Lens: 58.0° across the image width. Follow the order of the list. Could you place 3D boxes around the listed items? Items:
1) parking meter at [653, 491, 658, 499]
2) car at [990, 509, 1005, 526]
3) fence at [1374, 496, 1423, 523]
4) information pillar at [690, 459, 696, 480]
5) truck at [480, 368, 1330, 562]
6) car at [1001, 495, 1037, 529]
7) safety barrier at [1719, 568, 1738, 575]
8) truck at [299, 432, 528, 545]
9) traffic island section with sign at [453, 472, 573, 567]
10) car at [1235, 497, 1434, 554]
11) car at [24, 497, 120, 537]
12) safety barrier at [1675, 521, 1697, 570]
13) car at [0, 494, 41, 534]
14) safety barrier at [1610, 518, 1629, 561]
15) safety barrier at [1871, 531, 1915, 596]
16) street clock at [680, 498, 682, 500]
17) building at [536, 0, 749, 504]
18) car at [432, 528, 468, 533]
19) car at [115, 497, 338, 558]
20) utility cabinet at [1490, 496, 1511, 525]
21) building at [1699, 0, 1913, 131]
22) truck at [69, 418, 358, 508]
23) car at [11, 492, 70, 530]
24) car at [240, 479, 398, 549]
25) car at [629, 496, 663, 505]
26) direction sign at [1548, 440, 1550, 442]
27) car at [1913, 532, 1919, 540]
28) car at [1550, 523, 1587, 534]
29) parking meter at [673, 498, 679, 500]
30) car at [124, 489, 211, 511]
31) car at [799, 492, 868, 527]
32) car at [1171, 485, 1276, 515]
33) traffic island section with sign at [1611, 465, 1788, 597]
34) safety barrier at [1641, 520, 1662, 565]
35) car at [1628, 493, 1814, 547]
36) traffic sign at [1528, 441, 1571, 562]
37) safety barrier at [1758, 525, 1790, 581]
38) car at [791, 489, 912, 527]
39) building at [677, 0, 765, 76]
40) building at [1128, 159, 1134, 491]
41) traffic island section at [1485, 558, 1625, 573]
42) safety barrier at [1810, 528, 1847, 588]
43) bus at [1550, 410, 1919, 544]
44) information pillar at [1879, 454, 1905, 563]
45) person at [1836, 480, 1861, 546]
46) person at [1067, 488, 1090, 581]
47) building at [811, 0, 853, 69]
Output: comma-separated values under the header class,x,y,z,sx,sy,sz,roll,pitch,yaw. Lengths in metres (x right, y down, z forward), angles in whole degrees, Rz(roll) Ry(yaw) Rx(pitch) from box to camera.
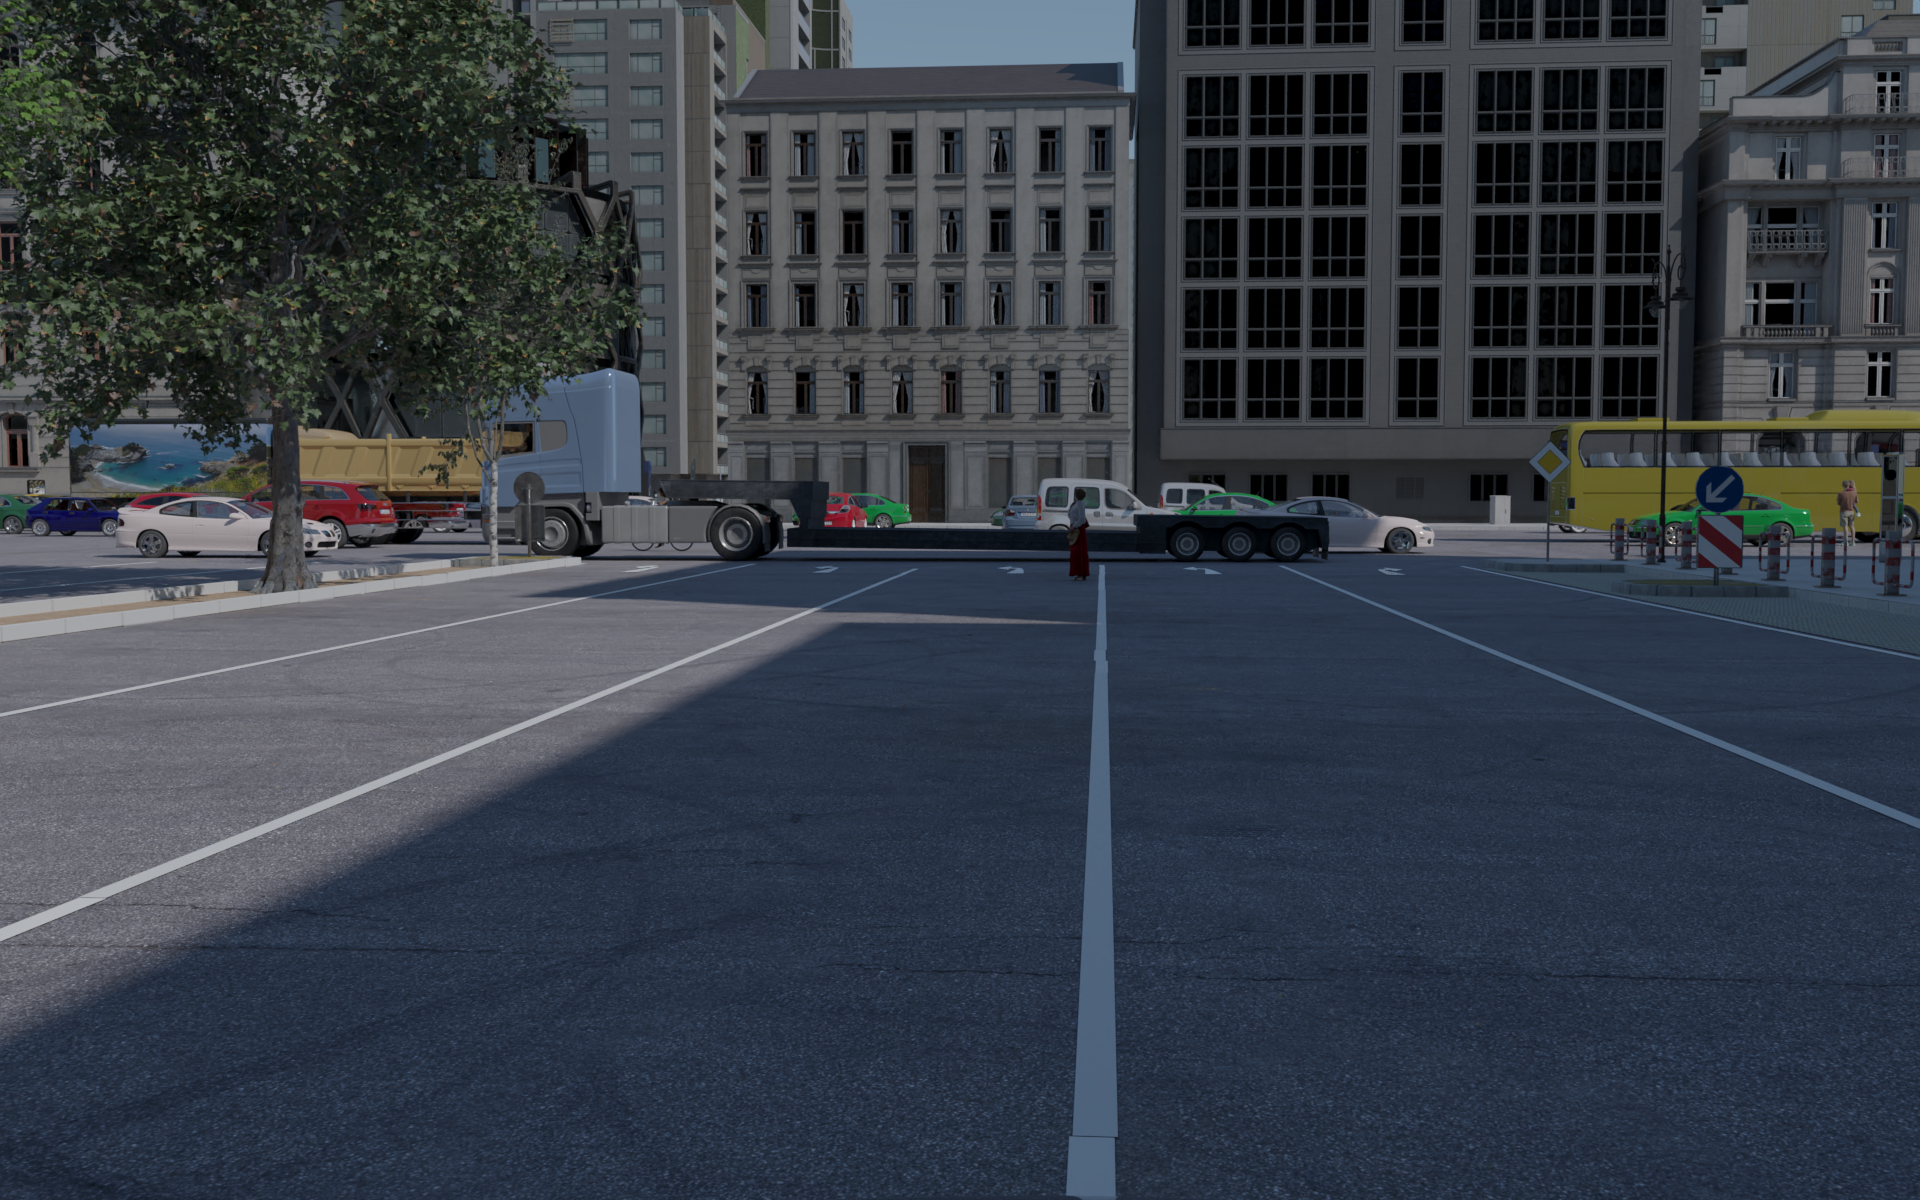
class,x,y,z,sx,sy,sz,roll,pitch,yaw
parking meter,-20.921,-6.770,119.101,0.372,1.533,0.369,0,3,0
car,3.604,-3.382,67.101,4.920,1.459,2.131,0,4,3
fence,17.946,-3.653,70.933,2.264,1.192,0.480,3,4,38
information pillar,-17.639,-7.534,114.541,0.183,3.616,0.504,-3,5,-42
truck,-1.604,-2.931,37.678,18.799,4.110,2.967,0,4,4
car,2.360,-2.805,57.866,2.014,1.417,4.499,0,4,5
safety barrier,12.209,-0.812,27.558,0.300,0.817,1.120,0,4,5
truck,-14.113,-3.286,49.654,9.791,3.379,3.469,0,4,5
traffic island section with sign,-8.848,-1.629,34.770,2.006,1.907,1.989,0,4,5
car,9.113,-1.831,42.297,4.827,1.381,2.083,0,4,3
car,-29.580,-2.835,58.935,3.894,1.354,1.945,0,4,5
safety barrier,12.366,-0.930,29.475,0.300,0.817,1.120,0,4,5
car,-34.947,-3.103,62.538,4.920,1.459,2.131,0,4,6
safety barrier,12.691,-1.165,33.327,0.300,0.817,1.120,0,4,5
safety barrier,11.730,-0.459,21.786,0.300,0.817,1.120,0,4,5
street clock,-18.918,-6.909,117.533,0.358,2.002,0.471,2,4,31
building,-25.369,-27.982,141.094,14.154,41.232,14.086,0,4,5
car,-17.373,-3.414,64.485,5.304,1.827,2.281,0,4,4
car,-16.662,-1.657,39.451,4.827,1.381,2.083,0,4,3
utility cabinet,22.853,-3.798,73.265,1.020,1.237,0.306,-2,4,-35
building,72.184,-35.401,168.045,27.495,52.752,28.713,0,4,5
truck,-27.468,-4.655,65.020,11.283,4.237,2.839,0,4,7
car,-36.273,-3.507,67.555,3.980,1.641,2.015,0,4,4
car,-17.751,-2.294,46.182,5.304,1.827,2.281,0,4,7
car,-10.217,-2.677,56.126,4.827,1.381,2.083,0,4,3
direction sign,25.153,-4.948,72.895,0.876,3.537,0.379,2,4,33
car,31.335,-2.696,53.678,3.694,1.707,1.945,0,4,6
car,23.987,-3.332,63.513,4.494,1.783,2.155,0,4,6
parking meter,-18.348,-6.495,111.909,0.255,1.863,0.399,1,4,22
car,-24.866,-2.889,56.271,4.494,1.783,2.155,0,4,5
car,-4.174,-2.954,57.344,2.155,1.783,4.494,0,4,5
car,7.475,-2.531,50.183,4.718,1.807,1.959,0,4,6
traffic island section with sign,10.519,-0.993,24.871,1.989,1.847,2.006,0,4,5
safety barrier,12.528,-1.047,31.394,0.300,0.817,1.120,0,4,5
car,20.834,-2.373,47.594,4.718,1.807,1.959,0,4,6
traffic sign,11.149,-1.784,32.804,0.795,2.450,0.064,0,4,5
safety barrier,12.050,-0.695,25.640,0.300,0.817,1.120,0,4,5
car,-4.258,-3.621,68.003,4.718,1.807,1.959,0,4,4
building,-25.545,-30.918,155.626,14.600,45.320,14.200,0,4,5
building,12.938,-38.273,245.365,30.456,49.044,23.786,0,4,5
traffic island section,11.173,-0.648,32.879,2.009,0.180,2.903,0,4,5
safety barrier,11.890,-0.578,23.719,0.300,0.817,1.120,0,4,5
bus,24.040,-3.661,51.402,12.252,3.916,2.896,0,4,6
information pillar,17.386,-1.702,32.312,0.304,2.012,0.304,-3,5,-42
person,24.633,-2.418,48.016,0.573,1.828,0.580,3,5,39
person,1.963,-1.084,28.686,0.387,1.526,0.523,0,4,2
building,-26.733,-49.401,245.959,20.611,71.187,20.563,0,4,5
